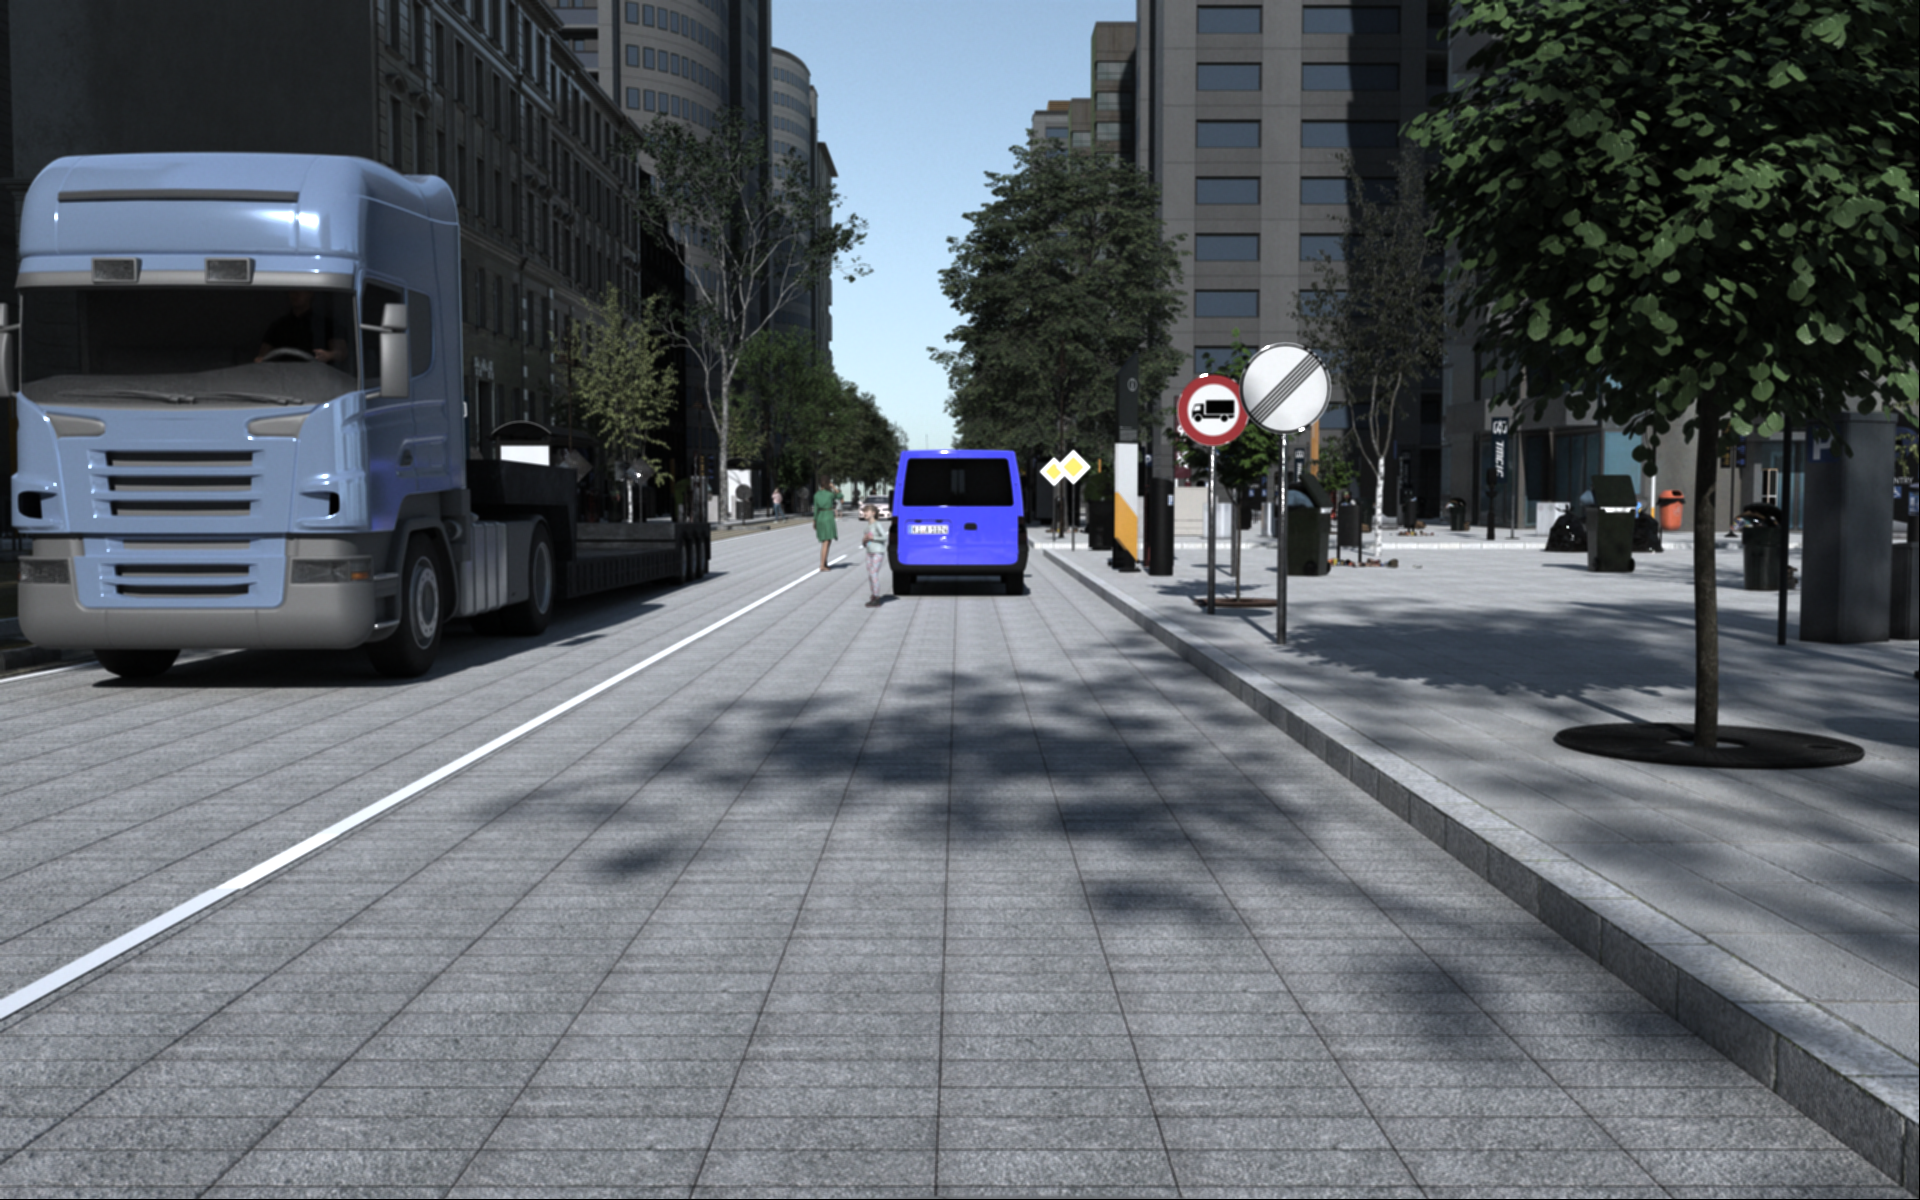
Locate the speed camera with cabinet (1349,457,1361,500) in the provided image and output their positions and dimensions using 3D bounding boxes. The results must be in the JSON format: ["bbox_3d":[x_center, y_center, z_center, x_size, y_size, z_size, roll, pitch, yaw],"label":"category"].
[{"bbox_3d":[21.487,-5.984,92.166,0.660,3.252,2.038,3,5,43],"label":"speed camera with cabinet"}]

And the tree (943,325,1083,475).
[{"bbox_3d":[3.696,-11.946,112.318,9.611,12.733,9.660,0,3,0],"label":"tree"}]

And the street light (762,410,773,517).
[{"bbox_3d":[-10.616,-7.516,95.679,0.468,5.910,1.993,0,3,0],"label":"street light"}]

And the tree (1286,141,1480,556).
[{"bbox_3d":[8.711,-5.231,35.885,4.360,8.622,3.978,0,3,0],"label":"tree"}]

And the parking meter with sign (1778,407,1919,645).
[{"bbox_3d":[7.731,-1.146,14.994,1.738,3.016,0.543,-2,4,-26],"label":"parking meter with sign"}]

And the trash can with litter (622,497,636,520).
[{"bbox_3d":[-16.713,-4.626,87.028,1.055,1.170,0.624,-1,4,-15],"label":"trash can with litter"}]

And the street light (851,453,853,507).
[{"bbox_3d":[-10.662,-12.119,170.930,0.468,5.910,1.993,0,3,0],"label":"street light"}]

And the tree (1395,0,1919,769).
[{"bbox_3d":[3.838,-1.528,8.697,4.285,4.588,4.351,0,3,0],"label":"tree"}]

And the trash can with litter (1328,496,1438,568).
[{"bbox_3d":[7.139,-1.202,30.716,1.678,1.210,2.233,-3,4,-36],"label":"trash can with litter"}]

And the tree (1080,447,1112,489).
[{"bbox_3d":[7.971,-7.418,104.999,4.285,4.588,4.351,0,3,0],"label":"tree"}]

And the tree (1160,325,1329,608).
[{"bbox_3d":[3.092,-1.553,19.998,1.663,3.219,1.824,0,3,0],"label":"tree"}]

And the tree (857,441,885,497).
[{"bbox_3d":[-10.941,-15.163,198.281,4.360,8.622,3.978,0,3,0],"label":"tree"}]

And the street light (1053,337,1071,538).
[{"bbox_3d":[2.994,-4.783,50.997,0.468,5.910,1.993,0,3,0],"label":"street light"}]

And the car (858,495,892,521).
[{"bbox_3d":[-4.501,-5.072,95.286,2.083,1.381,4.827,0,4,2],"label":"car"}]

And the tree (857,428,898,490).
[{"bbox_3d":[-11.356,-17.488,220.339,7.601,10.594,8.767,-3,5,-42],"label":"tree"}]

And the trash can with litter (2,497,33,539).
[{"bbox_3d":[-27.642,-2.372,49.835,1.678,1.210,2.233,3,5,41],"label":"trash can with litter"}]

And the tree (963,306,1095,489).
[{"bbox_3d":[3.725,-10.153,91.752,9.928,11.665,9.643,0,3,0],"label":"tree"}]

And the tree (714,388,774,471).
[{"bbox_3d":[-15.023,-10.254,118.007,4.737,8.622,4.395,0,3,0],"label":"tree"}]

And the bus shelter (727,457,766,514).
[{"bbox_3d":[-12.176,-6.330,97.420,2.014,3.302,5.546,0,4,0],"label":"bus shelter"}]

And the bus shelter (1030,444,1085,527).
[{"bbox_3d":[3.925,-4.663,70.162,2.014,3.302,5.546,0,3,0],"label":"bus shelter"}]

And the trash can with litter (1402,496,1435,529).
[{"bbox_3d":[16.939,-3.243,64.407,0.624,1.170,1.055,-2,4,-27],"label":"trash can with litter"}]

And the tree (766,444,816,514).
[{"bbox_3d":[-11.058,-7.926,113.306,4.285,4.588,4.351,0,3,0],"label":"tree"}]

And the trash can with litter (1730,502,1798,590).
[{"bbox_3d":[10.837,-0.727,23.271,0.624,1.170,1.055,3,5,45],"label":"trash can with litter"}]

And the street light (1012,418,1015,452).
[{"bbox_3d":[3.077,-7.674,98.256,0.468,5.910,1.993,0,3,0],"label":"street light"}]

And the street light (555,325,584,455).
[{"bbox_3d":[-10.684,-4.569,47.491,0.468,5.910,1.993,0,3,0],"label":"street light"}]

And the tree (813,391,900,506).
[{"bbox_3d":[-11.167,-16.498,186.741,9.611,12.733,9.660,0,3,0],"label":"tree"}]

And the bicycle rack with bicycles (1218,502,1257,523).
[{"bbox_3d":[12.052,-3.869,76.640,2.852,0.926,2.925,1,4,14],"label":"bicycle rack with bicycles"}]

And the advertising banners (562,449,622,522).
[{"bbox_3d":[-11.563,-3.567,54.503,2.074,3.025,0.090,-2,4,-29],"label":"advertising banners"}]

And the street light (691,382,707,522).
[{"bbox_3d":[-10.717,-6.033,71.429,0.468,5.910,1.993,0,3,0],"label":"street light"}]

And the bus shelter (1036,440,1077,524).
[{"bbox_3d":[4.293,-5.249,77.102,1.731,3.624,6.357,0,3,0],"label":"bus shelter"}]

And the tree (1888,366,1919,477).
[{"bbox_3d":[19.793,-5.128,34.208,4.737,8.622,4.395,0,3,0],"label":"tree"}]

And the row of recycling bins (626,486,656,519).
[{"bbox_3d":[-16.742,-5.132,91.013,1.069,1.692,3.534,0,4,5],"label":"row of recycling bins"}]

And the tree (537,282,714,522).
[{"bbox_3d":[-11.424,-6.682,59.607,4.737,8.622,4.395,0,3,0],"label":"tree"}]

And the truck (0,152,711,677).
[{"bbox_3d":[-5.449,-1.882,20.523,2.967,4.110,18.799,0,4,0],"label":"truck"}]

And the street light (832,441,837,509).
[{"bbox_3d":[-10.697,-10.690,147.562,0.468,5.910,1.993,0,3,0],"label":"street light"}]

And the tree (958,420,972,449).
[{"bbox_3d":[3.437,-19.643,239.295,7.486,12.596,7.792,0,3,0],"label":"tree"}]

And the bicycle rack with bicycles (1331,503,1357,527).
[{"bbox_3d":[15.152,-3.283,67.061,2.925,0.926,2.852,3,5,43],"label":"bicycle rack with bicycles"}]

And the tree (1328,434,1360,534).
[{"bbox_3d":[11.794,-3.735,55.662,1.663,3.219,1.824,0,3,0],"label":"tree"}]

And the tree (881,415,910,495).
[{"bbox_3d":[-11.668,-21.774,266.376,12.009,13.543,11.850,0,3,0],"label":"tree"}]

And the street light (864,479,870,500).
[{"bbox_3d":[-10.696,-13.548,194.297,0.468,5.910,1.993,0,3,0],"label":"street light"}]

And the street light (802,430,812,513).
[{"bbox_3d":[-10.657,-8.945,119.046,0.468,5.910,1.993,0,3,0],"label":"street light"}]

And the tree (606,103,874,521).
[{"bbox_3d":[-10.201,-13.845,82.256,12.611,20.169,13.585,0,3,0],"label":"tree"}]

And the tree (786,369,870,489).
[{"bbox_3d":[-11.882,-14.554,156.088,7.486,12.596,7.792,0,3,0],"label":"tree"}]

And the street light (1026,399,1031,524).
[{"bbox_3d":[2.970,-6.245,74.888,0.468,5.910,1.993,0,3,0],"label":"street light"}]

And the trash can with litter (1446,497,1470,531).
[{"bbox_3d":[17.334,-2.986,60.205,0.624,1.170,1.055,2,4,35],"label":"trash can with litter"}]

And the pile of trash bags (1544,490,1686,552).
[{"bbox_3d":[14.874,-1.769,38.682,3.447,1.369,1.912,-2,4,-28],"label":"pile of trash bags"}]

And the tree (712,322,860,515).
[{"bbox_3d":[-11.262,-10.995,105.530,9.928,11.665,9.643,0,3,0],"label":"tree"}]

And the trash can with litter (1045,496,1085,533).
[{"bbox_3d":[3.644,-2.889,58.295,1.678,1.210,2.233,2,4,34],"label":"trash can with litter"}]

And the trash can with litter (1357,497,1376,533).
[{"bbox_3d":[13.572,-2.837,57.778,0.624,1.170,1.055,1,4,11],"label":"trash can with litter"}]

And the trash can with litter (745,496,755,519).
[{"bbox_3d":[-11.141,-4.798,89.839,1.055,1.170,0.624,3,4,38],"label":"trash can with litter"}]

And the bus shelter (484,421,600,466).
[{"bbox_3d":[-12.073,-3.459,50.478,2.014,3.302,5.546,0,4,0],"label":"bus shelter"}]

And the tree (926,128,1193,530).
[{"bbox_3d":[3.699,-9.491,61.832,9.857,13.997,8.962,0,3,0],"label":"tree"}]

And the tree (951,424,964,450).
[{"bbox_3d":[4.139,-16.924,187.084,12.009,13.543,11.850,0,3,0],"label":"tree"}]
